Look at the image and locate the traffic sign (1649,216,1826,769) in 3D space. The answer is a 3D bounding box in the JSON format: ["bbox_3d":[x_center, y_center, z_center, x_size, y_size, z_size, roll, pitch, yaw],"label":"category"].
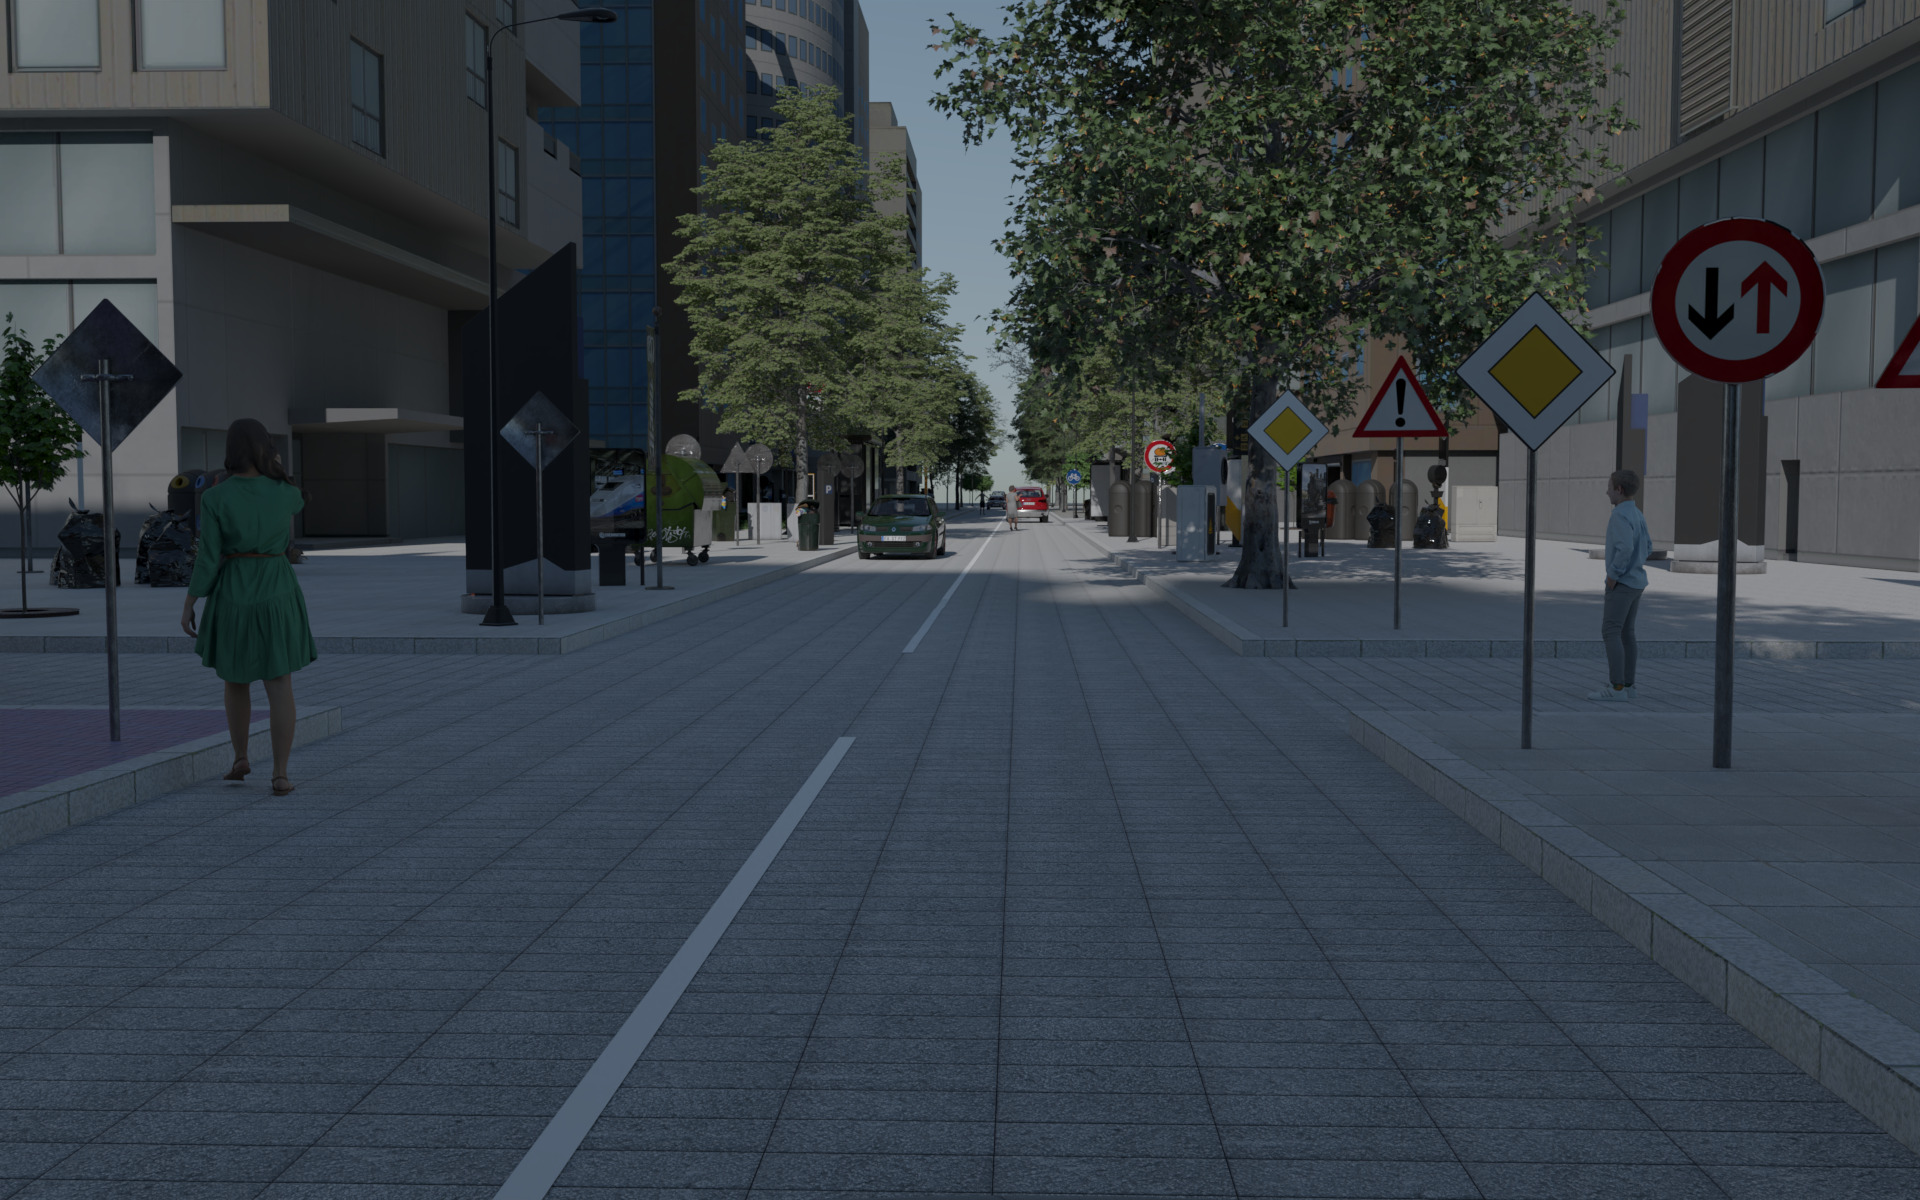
[{"bbox_3d":[3.577,-0.486,8.053,0.768,2.556,0.104,1,4,9],"label":"traffic sign"}]

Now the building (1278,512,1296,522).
[{"bbox_3d":[21.050,-24.471,83.694,14.154,41.232,14.086,0,4,2],"label":"building"}]

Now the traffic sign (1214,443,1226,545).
[{"bbox_3d":[6.495,-2.654,43.492,0.768,2.556,0.104,0,4,8],"label":"traffic sign"}]

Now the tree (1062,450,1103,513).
[{"bbox_3d":[8.287,-8.096,116.079,4.285,4.588,4.351,0,3,0],"label":"tree"}]

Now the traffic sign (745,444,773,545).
[{"bbox_3d":[-5.103,-2.671,43.783,0.768,2.556,0.104,1,4,10],"label":"traffic sign"}]

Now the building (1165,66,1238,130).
[{"bbox_3d":[26.749,-31.179,133.472,21.300,48.544,21.600,0,4,2],"label":"building"}]

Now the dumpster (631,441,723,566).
[{"bbox_3d":[-5.223,-1.772,31.471,1.502,2.255,1.985,0,4,2],"label":"dumpster"}]

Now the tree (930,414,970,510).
[{"bbox_3d":[-1.188,-11.314,135.339,4.360,8.622,3.978,0,3,0],"label":"tree"}]

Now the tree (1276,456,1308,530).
[{"bbox_3d":[12.059,-4.164,62.686,1.663,3.219,1.824,0,3,0],"label":"tree"}]

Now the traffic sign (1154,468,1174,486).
[{"bbox_3d":[5.683,-2.943,48.224,0.768,2.556,0.104,1,4,11],"label":"traffic sign"}]

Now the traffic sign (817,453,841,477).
[{"bbox_3d":[-4.070,-3.286,53.826,0.768,2.556,0.104,0,4,5],"label":"traffic sign"}]

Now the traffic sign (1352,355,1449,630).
[{"bbox_3d":[4.140,-0.999,16.330,0.884,2.594,0.081,1,4,10],"label":"traffic sign"}]

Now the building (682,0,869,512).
[{"bbox_3d":[-15.442,-30.717,152.332,14.600,45.320,14.200,0,4,2],"label":"building"}]

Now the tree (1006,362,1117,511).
[{"bbox_3d":[7.862,-13.769,131.777,9.857,13.997,8.962,0,3,0],"label":"tree"}]

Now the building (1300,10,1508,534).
[{"bbox_3d":[20.345,-25.160,61.479,14.600,45.320,14.200,0,4,2],"label":"building"}]

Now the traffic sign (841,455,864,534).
[{"bbox_3d":[-3.478,-3.411,55.874,0.768,2.556,0.104,0,4,5],"label":"traffic sign"}]

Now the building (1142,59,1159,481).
[{"bbox_3d":[23.597,-28.626,151.629,14.154,41.232,14.086,0,4,2],"label":"building"}]

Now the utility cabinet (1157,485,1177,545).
[{"bbox_3d":[5.382,-2.113,43.233,0.318,1.500,1.173,3,5,43],"label":"utility cabinet"}]

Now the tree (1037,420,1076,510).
[{"bbox_3d":[9.177,-12.672,157.543,4.737,8.622,4.395,0,3,0],"label":"tree"}]

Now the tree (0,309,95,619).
[{"bbox_3d":[-9.968,-1.451,18.323,1.663,3.219,1.824,0,3,0],"label":"tree"}]

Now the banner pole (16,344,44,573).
[{"bbox_3d":[-15.046,-2.318,27.914,0.401,3.779,0.863,-2,4,-28],"label":"banner pole"}]

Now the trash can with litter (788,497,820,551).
[{"bbox_3d":[-3.530,-1.708,39.318,0.624,1.170,1.055,-1,4,-17],"label":"trash can with litter"}]

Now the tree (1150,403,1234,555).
[{"bbox_3d":[5.027,-2.592,36.980,1.663,3.219,1.824,0,3,0],"label":"tree"}]

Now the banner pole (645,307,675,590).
[{"bbox_3d":[-4.055,-2.017,22.994,0.401,3.779,0.863,0,4,3],"label":"banner pole"}]

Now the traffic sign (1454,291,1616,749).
[{"bbox_3d":[2.850,-0.307,8.662,0.795,2.450,0.064,0,4,2],"label":"traffic sign"}]

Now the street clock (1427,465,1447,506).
[{"bbox_3d":[11.876,-2.359,43.137,0.471,2.002,0.358,-2,4,-32],"label":"street clock"}]

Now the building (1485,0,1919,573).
[{"bbox_3d":[28.231,-27.397,37.185,27.495,52.752,28.713,0,4,2],"label":"building"}]

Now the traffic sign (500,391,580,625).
[{"bbox_3d":[-4.104,-0.812,16.920,0.795,2.450,0.064,0,4,2],"label":"traffic sign"}]

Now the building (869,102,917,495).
[{"bbox_3d":[-16.698,-36.363,218.240,21.300,48.544,21.600,0,4,2],"label":"building"}]

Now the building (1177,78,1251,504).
[{"bbox_3d":[26.204,-48.526,106.065,22.319,86.520,31.000,0,4,2],"label":"building"}]

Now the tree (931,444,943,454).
[{"bbox_3d":[0.094,-15.715,167.313,12.009,13.543,11.850,0,3,0],"label":"tree"}]

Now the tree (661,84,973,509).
[{"bbox_3d":[-4.440,-7.950,48.114,7.486,12.596,7.792,0,3,0],"label":"tree"}]

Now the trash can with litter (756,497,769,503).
[{"bbox_3d":[-8.278,-3.680,71.553,0.624,1.170,1.055,-2,4,-28],"label":"trash can with litter"}]

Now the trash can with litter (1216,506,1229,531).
[{"bbox_3d":[8.997,-2.996,60.367,1.055,1.170,0.624,-2,4,-26],"label":"trash can with litter"}]

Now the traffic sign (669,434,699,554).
[{"bbox_3d":[-5.893,-2.249,36.870,0.768,2.556,0.104,0,4,3],"label":"traffic sign"}]

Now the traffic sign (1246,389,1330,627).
[{"bbox_3d":[3.135,-0.795,16.642,0.795,2.450,0.064,0,4,2],"label":"traffic sign"}]

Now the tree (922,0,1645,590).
[{"bbox_3d":[4.163,-6.497,23.236,9.611,12.733,9.660,0,3,0],"label":"tree"}]

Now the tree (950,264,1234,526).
[{"bbox_3d":[6.103,-9.679,68.628,12.009,13.543,11.850,0,3,0],"label":"tree"}]

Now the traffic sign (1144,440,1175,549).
[{"bbox_3d":[4.702,-2.483,40.699,0.768,2.556,0.104,0,4,3],"label":"traffic sign"}]

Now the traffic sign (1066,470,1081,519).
[{"bbox_3d":[5.944,-5.527,90.467,0.768,2.556,0.104,1,4,9],"label":"traffic sign"}]

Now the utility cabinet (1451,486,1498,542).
[{"bbox_3d":[13.717,-2.294,46.180,1.173,1.500,0.318,-1,4,-11],"label":"utility cabinet"}]

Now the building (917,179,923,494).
[{"bbox_3d":[-12.449,-35.838,236.066,14.600,45.320,14.200,0,4,2],"label":"building"}]

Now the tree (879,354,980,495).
[{"bbox_3d":[-2.078,-11.059,115.220,7.601,10.594,8.767,1,4,16],"label":"tree"}]

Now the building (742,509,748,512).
[{"bbox_3d":[-26.111,-25.232,104.419,32.217,40.220,23.993,0,4,2],"label":"building"}]

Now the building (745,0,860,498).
[{"bbox_3d":[-19.397,-35.992,130.466,21.231,58.520,28.212,0,4,2],"label":"building"}]

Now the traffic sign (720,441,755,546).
[{"bbox_3d":[-5.499,-2.616,42.781,0.884,2.594,0.081,1,4,9],"label":"traffic sign"}]

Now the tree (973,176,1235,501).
[{"bbox_3d":[5.772,-8.297,53.787,7.486,12.596,7.792,0,3,0],"label":"tree"}]

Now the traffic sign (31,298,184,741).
[{"bbox_3d":[-4.389,-0.324,8.940,0.795,2.450,0.064,0,4,2],"label":"traffic sign"}]

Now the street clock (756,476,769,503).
[{"bbox_3d":[-7.727,-3.864,67.747,0.471,2.002,0.358,-2,4,-25],"label":"street clock"}]

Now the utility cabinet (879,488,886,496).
[{"bbox_3d":[-3.220,-3.627,67.978,0.318,1.500,1.173,-1,4,-22],"label":"utility cabinet"}]

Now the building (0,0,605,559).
[{"bbox_3d":[-26.108,-27.899,45.384,28.713,52.752,27.495,0,4,2],"label":"building"}]

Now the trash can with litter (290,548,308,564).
[{"bbox_3d":[-12.555,-1.252,31.851,1.055,1.170,0.624,0,4,-4],"label":"trash can with litter"}]

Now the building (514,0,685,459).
[{"bbox_3d":[-18.397,-26.553,84.253,14.600,45.320,14.200,0,4,2],"label":"building"}]

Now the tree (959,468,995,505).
[{"bbox_3d":[1.259,-13.997,212.565,4.285,4.588,4.351,0,3,0],"label":"tree"}]

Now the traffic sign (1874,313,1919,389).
[{"bbox_3d":[5.060,-0.536,8.761,0.884,2.594,0.081,0,4,6],"label":"traffic sign"}]
